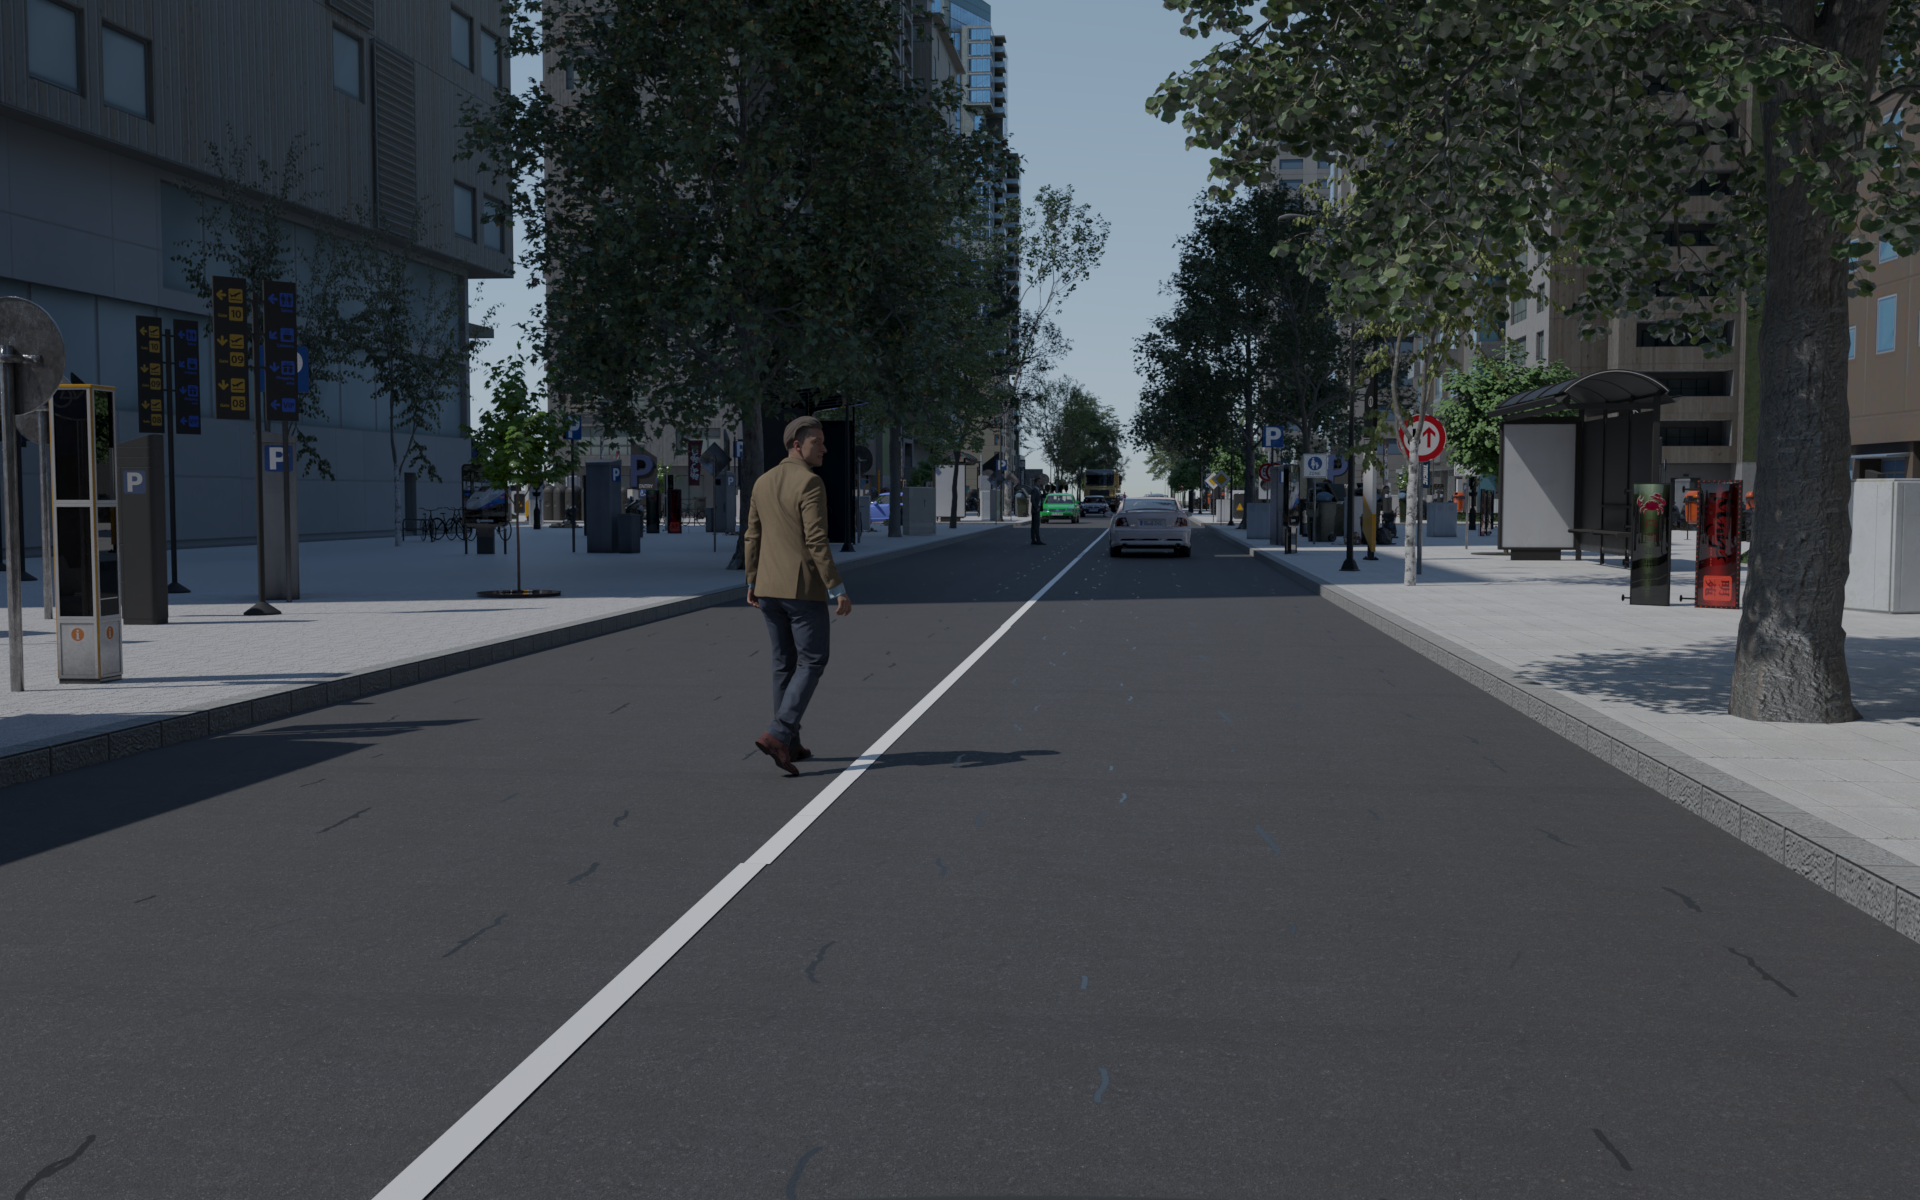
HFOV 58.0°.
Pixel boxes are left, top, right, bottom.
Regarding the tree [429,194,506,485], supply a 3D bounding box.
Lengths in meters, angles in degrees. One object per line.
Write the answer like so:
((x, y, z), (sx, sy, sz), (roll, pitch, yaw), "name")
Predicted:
((-13.543, -5.620, 42.245), (4.360, 8.622, 3.978), (0, 3, 0), "tree")

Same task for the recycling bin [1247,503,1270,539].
((8.630, -2.253, 49.386), (0.722, 1.027, 0.722), (2, 4, 30), "recycling bin")

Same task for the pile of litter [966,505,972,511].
((0.147, -7.103, 130.097), (1.719, 0.858, 1.176), (1, 4, 9), "pile of litter")

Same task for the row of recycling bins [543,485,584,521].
((-18.726, -4.650, 83.147), (3.534, 1.692, 1.069), (2, 4, 35), "row of recycling bins")

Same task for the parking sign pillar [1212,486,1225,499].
((18.454, -8.190, 122.376), (1.447, 3.967, 1.447), (1, 4, 16), "parking sign pillar")

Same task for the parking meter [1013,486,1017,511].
((3.677, -6.504, 112.047), (0.399, 1.863, 0.255), (3, 5, 43), "parking meter")

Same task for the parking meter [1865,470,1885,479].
((22.014, -2.201, 41.704), (0.255, 1.863, 0.399), (-2, 4, -24), "parking meter")

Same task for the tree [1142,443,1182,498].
((28.908, -19.545, 237.695), (7.486, 12.596, 7.792), (0, 3, 0), "tree")

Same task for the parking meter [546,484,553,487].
((-28.297, -6.957, 119.454), (0.255, 1.863, 0.399), (1, 4, 11), "parking meter")

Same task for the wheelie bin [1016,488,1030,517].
((3.450, -5.348, 95.345), (0.693, 1.594, 0.980), (1, 4, 14), "wheelie bin")

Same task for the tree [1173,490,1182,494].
((30.306, -15.202, 243.159), (1.663, 3.219, 1.824), (0, 3, 0), "tree")

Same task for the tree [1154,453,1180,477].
((35.682, -22.165, 288.149), (9.928, 11.665, 9.643), (0, 3, 0), "tree")

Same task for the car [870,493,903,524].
((-3.218, -4.147, 77.392), (3.694, 1.707, 1.945), (0, 4, 4), "car")

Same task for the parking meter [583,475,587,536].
((-11.343, -2.905, 53.213), (0.255, 1.863, 0.399), (3, 5, 43), "parking meter")

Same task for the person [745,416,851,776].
((-0.855, -0.039, 9.043), (0.656, 1.842, 0.836), (1, 4, 13), "person")

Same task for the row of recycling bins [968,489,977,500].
((1.119, -8.186, 140.952), (1.069, 1.692, 3.534), (0, 4, 2), "row of recycling bins")

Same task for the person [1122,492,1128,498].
((23.156, -14.293, 242.871), (1.217, 1.739, 0.721), (-3, 5, -40), "person")

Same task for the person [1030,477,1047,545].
((2.232, -2.525, 49.138), (0.474, 1.900, 0.648), (0, 4, 4), "person")

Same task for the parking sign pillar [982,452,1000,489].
((2.017, -7.572, 112.275), (1.447, 3.967, 1.447), (2, 4, 29), "parking sign pillar")

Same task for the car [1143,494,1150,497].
((33.523, -18.236, 308.384), (2.015, 1.641, 3.980), (0, 4, 8), "car")

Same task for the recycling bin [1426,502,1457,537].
((14.462, -2.411, 51.980), (0.722, 1.027, 0.722), (0, 4, -3), "recycling bin")

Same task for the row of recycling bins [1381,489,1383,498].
((32.994, -7.928, 136.733), (1.069, 1.692, 3.534), (0, 4, 5), "row of recycling bins")

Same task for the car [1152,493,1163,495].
((22.245, -11.384, 195.165), (2.155, 1.783, 4.494), (0, 4, 6), "car")

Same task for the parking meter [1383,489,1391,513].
((22.169, -4.988, 89.968), (0.372, 1.533, 0.369), (0, 3, 0), "parking meter")

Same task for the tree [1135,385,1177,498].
((31.190, -24.318, 253.481), (12.611, 20.169, 13.585), (0, 3, 0), "tree")

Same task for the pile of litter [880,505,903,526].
((-2.662, -3.456, 70.471), (1.176, 0.858, 1.719), (3, 5, 43), "pile of litter")

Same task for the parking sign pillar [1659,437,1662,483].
((32.513, -5.707, 81.785), (1.447, 3.967, 1.447), (-2, 4, -29), "parking sign pillar")

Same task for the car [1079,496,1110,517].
((8.455, -5.899, 109.031), (1.945, 1.354, 3.894), (0, 4, 6), "car")

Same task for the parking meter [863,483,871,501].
((-4.853, -5.192, 90.595), (0.399, 1.863, 0.255), (1, 4, 8), "parking meter")

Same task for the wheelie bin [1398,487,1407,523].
((19.843, -4.228, 77.031), (0.693, 1.594, 0.980), (2, 4, 23), "wheelie bin")

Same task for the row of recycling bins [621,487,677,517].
((-17.090, -5.375, 94.990), (3.534, 1.692, 1.069), (1, 4, 10), "row of recycling bins")

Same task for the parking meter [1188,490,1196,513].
((15.806, -6.735, 118.531), (0.372, 1.533, 0.369), (0, 3, 0), "parking meter")

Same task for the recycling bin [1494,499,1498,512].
((27.562, -4.680, 89.079), (0.722, 1.027, 0.722), (1, 4, 12), "recycling bin")

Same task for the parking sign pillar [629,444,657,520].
((-15.648, -5.941, 85.614), (1.447, 3.967, 1.447), (0, 4, 3), "parking sign pillar")

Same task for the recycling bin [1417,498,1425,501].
((32.956, -6.829, 124.202), (0.722, 1.027, 0.722), (1, 4, 21), "recycling bin")

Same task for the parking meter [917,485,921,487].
((-2.788, -6.781, 116.585), (0.255, 1.863, 0.399), (0, 4, 8), "parking meter")

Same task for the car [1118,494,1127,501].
((29.069, -18.483, 311.228), (2.155, 1.783, 4.494), (0, 4, 5), "car")

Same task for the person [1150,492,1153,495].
((30.492, -16.424, 276.903), (0.709, 1.838, 0.599), (-2, 4, -33), "person")

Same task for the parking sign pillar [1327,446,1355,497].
((18.703, -5.908, 85.062), (1.447, 3.967, 1.447), (3, 5, 41), "parking sign pillar")

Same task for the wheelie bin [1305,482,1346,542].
((9.697, -2.359, 46.476), (0.693, 1.594, 0.980), (-2, 4, -25), "wheelie bin")

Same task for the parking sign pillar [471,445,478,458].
((-19.070, -4.808, 67.076), (1.447, 3.967, 1.447), (2, 4, 27), "parking sign pillar")

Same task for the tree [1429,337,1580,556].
((11.499, -3.229, 36.510), (4.285, 4.588, 4.351), (0, 3, 0), "tree")

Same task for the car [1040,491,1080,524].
((4.923, -4.673, 85.198), (1.959, 1.807, 4.718), (0, 4, 7), "car")

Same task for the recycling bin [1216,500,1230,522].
((12.165, -4.097, 79.546), (0.722, 1.027, 0.722), (1, 4, 13), "recycling bin")

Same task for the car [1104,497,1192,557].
((4.455, -1.745, 40.892), (2.083, 1.381, 4.827), (0, 4, 5), "car")

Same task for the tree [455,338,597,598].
((-5.521, -1.650, 21.587), (1.663, 3.219, 1.824), (0, 3, 0), "tree")

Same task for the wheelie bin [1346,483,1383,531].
((11.169, -2.429, 47.617), (0.693, 1.594, 0.980), (-3, 4, -36), "wheelie bin")

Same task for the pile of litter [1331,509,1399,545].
((10.246, -1.835, 43.969), (1.719, 0.858, 1.176), (0, 4, 8), "pile of litter")

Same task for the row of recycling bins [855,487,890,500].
((-4.826, -5.842, 102.637), (3.534, 1.692, 1.069), (0, 4, 0), "row of recycling bins")

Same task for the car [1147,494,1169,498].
((12.094, -5.750, 106.022), (2.014, 1.417, 4.499), (0, 4, 5), "car")

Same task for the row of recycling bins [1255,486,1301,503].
((16.867, -5.253, 93.004), (3.534, 1.692, 1.069), (-2, 4, -31), "row of recycling bins")

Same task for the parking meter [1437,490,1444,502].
((27.560, -5.560, 99.322), (0.372, 1.533, 0.369), (0, 3, 0), "parking meter")

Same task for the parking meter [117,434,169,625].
((-8.046, -0.692, 17.028), (0.399, 1.863, 0.255), (0, 4, 5), "parking meter")

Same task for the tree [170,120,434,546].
((-13.731, -5.181, 35.068), (4.360, 8.622, 3.978), (0, 3, 0), "tree")

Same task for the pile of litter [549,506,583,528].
((-14.898, -3.148, 65.429), (1.176, 0.858, 1.719), (-2, 4, -25), "pile of litter")

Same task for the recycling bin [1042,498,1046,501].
((6.426, -7.327, 132.344), (0.722, 1.027, 0.722), (1, 4, 11), "recycling bin")
